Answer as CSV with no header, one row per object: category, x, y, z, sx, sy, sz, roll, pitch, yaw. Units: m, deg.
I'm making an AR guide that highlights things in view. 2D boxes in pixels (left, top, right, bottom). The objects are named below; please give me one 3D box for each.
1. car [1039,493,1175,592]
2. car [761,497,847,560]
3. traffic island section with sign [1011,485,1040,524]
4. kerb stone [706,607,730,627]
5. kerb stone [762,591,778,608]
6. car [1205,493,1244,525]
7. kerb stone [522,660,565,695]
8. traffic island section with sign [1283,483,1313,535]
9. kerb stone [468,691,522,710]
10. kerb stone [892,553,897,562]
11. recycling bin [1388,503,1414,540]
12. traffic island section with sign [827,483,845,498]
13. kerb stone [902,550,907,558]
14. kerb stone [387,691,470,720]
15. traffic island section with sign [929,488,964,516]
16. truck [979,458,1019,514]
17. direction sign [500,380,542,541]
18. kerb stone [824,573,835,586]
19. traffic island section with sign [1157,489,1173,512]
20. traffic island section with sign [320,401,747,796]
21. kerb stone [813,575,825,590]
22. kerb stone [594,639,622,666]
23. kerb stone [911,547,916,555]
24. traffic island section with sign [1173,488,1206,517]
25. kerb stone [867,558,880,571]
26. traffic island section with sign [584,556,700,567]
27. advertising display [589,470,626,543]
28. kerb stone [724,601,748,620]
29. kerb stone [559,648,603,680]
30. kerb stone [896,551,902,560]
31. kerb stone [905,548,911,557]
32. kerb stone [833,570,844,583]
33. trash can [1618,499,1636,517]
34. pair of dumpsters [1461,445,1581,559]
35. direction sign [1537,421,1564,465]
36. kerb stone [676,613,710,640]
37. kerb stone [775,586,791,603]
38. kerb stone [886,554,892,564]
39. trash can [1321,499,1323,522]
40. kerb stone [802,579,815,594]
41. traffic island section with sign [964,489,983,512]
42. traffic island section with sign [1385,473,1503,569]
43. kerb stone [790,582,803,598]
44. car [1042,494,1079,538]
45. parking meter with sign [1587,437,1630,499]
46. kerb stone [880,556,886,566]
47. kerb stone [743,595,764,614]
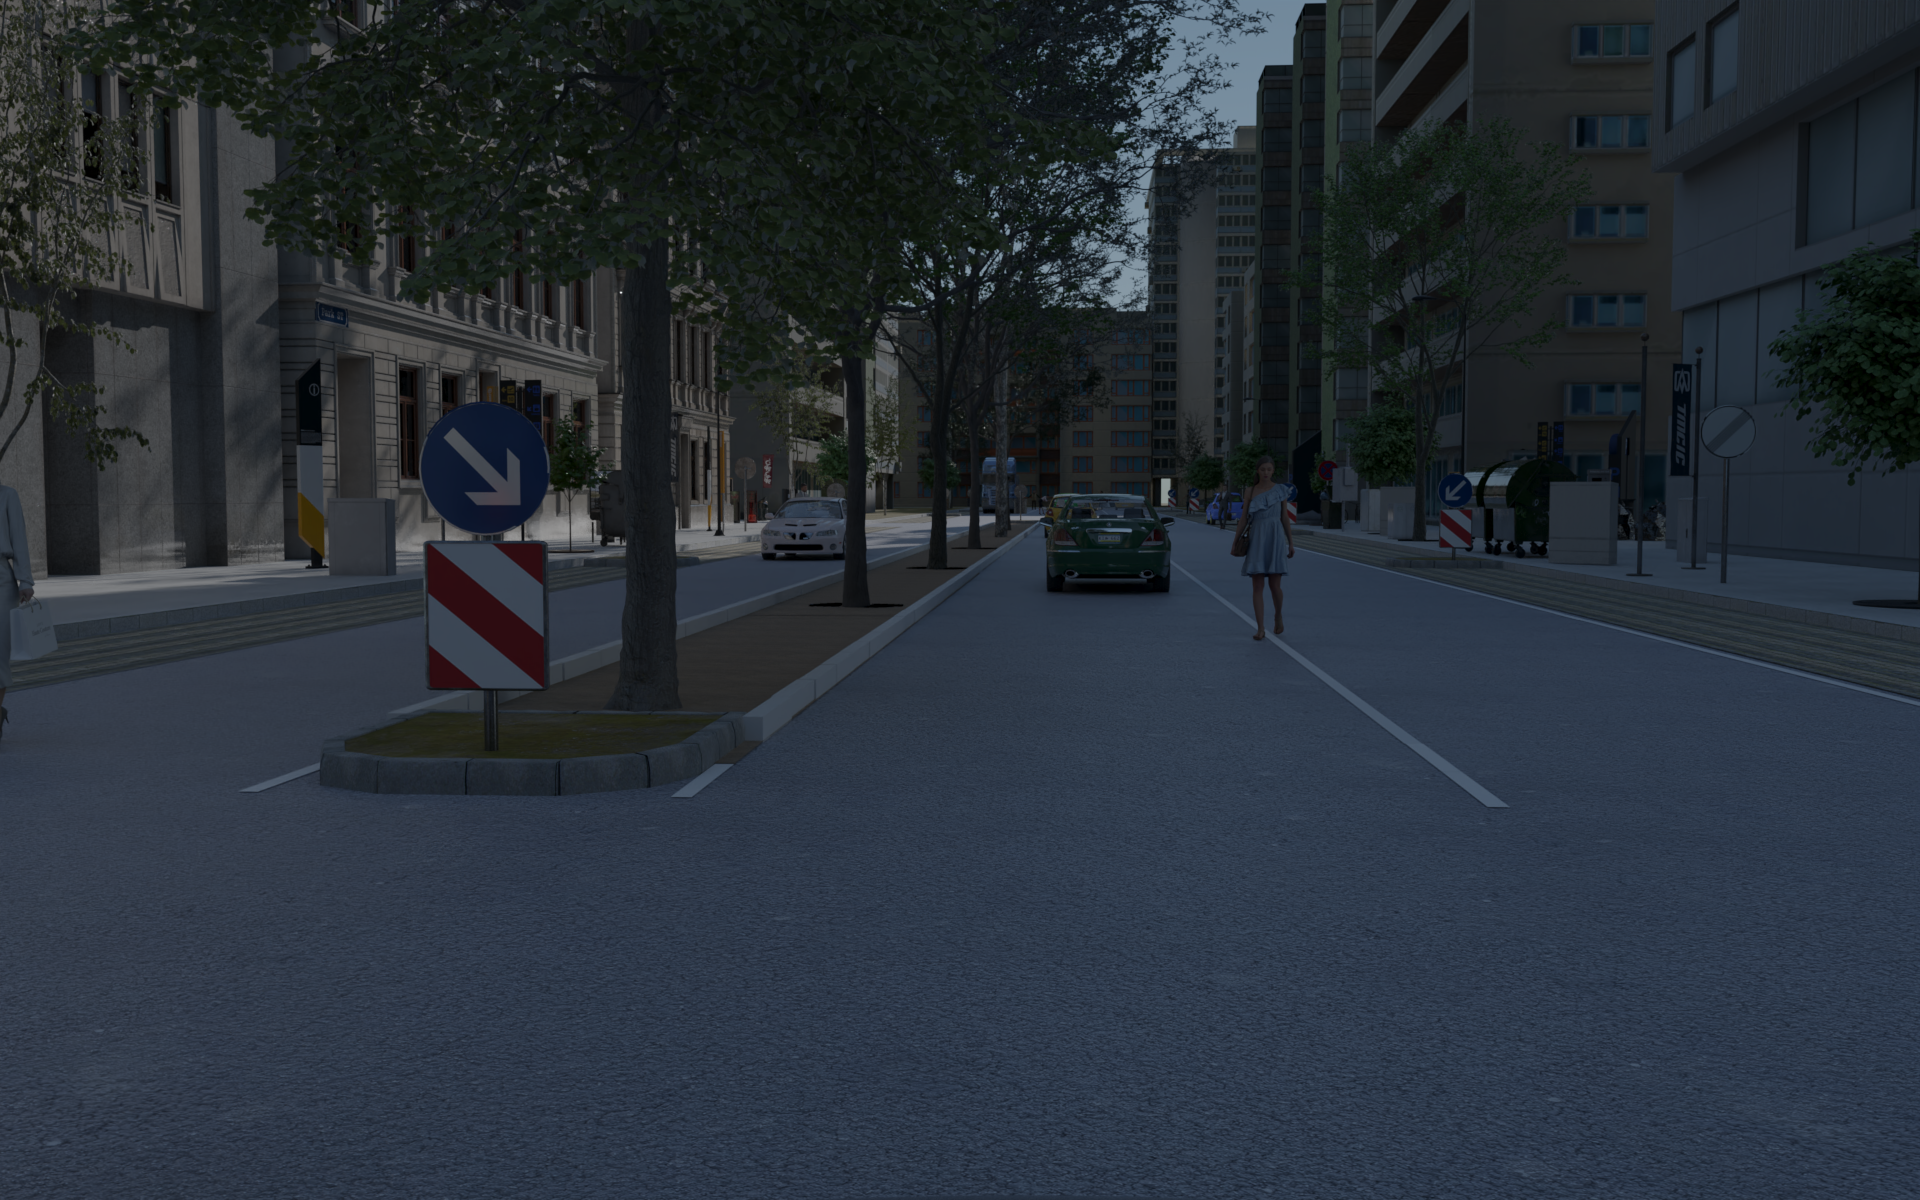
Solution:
car,2.274,-0.915,26.754,2.131,1.459,4.920,0,4,4
car,-3.295,-1.647,39.293,2.083,1.381,4.827,0,4,4
traffic island section with sign,2.920,-4.648,84.136,2.006,1.907,1.989,0,4,4
kerb stone,-2.696,0.210,18.838,0.120,0.150,1.000,0,4,4
kerb stone,-2.478,0.018,21.900,0.120,0.150,1.000,0,4,4
car,12.449,-4.364,80.936,1.945,1.707,3.694,0,4,3
kerb stone,-3.123,0.581,12.698,0.120,0.150,1.000,0,4,4
traffic island section with sign,11.322,-3.199,60.928,1.989,1.847,2.006,0,4,4
kerb stone,-3.190,0.644,11.672,0.120,0.150,1.000,0,4,4
kerb stone,-1.483,-0.856,36.196,0.120,0.150,1.000,0,4,4
recycling bin,12.590,-2.241,49.199,0.722,1.027,0.722,0,4,0
traffic island section with sign,-4.427,-3.247,61.719,1.989,1.847,2.006,0,4,4
kerb stone,-1.341,-0.978,38.235,0.120,0.150,1.000,0,4,4
kerb stone,-3.261,0.707,10.641,0.120,0.150,1.000,0,4,4
traffic island section with sign,-0.957,-6.296,111.562,1.989,1.847,2.006,0,4,4
truck,3.303,-8.807,133.756,2.967,4.110,18.799,0,4,3
direction sign,-8.705,-2.594,34.414,0.876,3.537,0.379,1,4,11
kerb stone,-2.125,-0.294,27.000,0.120,0.150,1.000,0,4,4
traffic island section with sign,16.649,-7.871,137.319,1.989,1.847,2.006,0,4,4
traffic island section with sign,-2.293,-0.064,9.178,2.006,1.907,1.989,0,4,4
kerb stone,-2.193,-0.231,25.980,0.120,0.150,1.000,0,4,4
kerb stone,-2.977,0.455,14.753,0.120,0.150,1.000,0,4,4
kerb stone,-1.198,-1.106,40.285,0.120,0.150,1.000,0,4,4
traffic island section with sign,14.773,-6.226,110.429,1.989,1.847,2.006,0,4,4
kerb stone,-1.698,-0.665,33.131,0.120,0.150,1.000,0,4,4
traffic island section with sign,-6.309,-1.596,34.718,1.989,1.847,2.006,0,4,4
advertising display,-9.302,-2.482,45.788,0.974,1.923,0.123,0,4,3
kerb stone,-2.621,0.143,19.857,0.120,0.150,1.000,0,4,4
kerb stone,-3.043,0.522,13.727,0.120,0.150,1.000,0,4,4
kerb stone,-1.411,-0.919,37.215,0.120,0.150,1.000,0,4,4
kerb stone,-1.266,-1.043,39.256,0.120,0.150,1.000,0,4,4
kerb stone,-2.049,-0.351,28.023,0.120,0.150,1.000,0,4,4
trash can,19.384,-2.388,50.701,0.748,1.137,0.748,0,3,0
pair of dumpsters,11.697,-2.072,36.368,1.574,2.255,4.437,0,4,4
direction sign,18.459,-3.805,54.202,0.379,3.537,0.876,-3,5,-44
kerb stone,-2.763,0.268,17.817,0.120,0.150,1.000,0,4,4
kerb stone,-2.411,-0.044,22.921,0.120,0.150,1.000,0,4,4
kerb stone,-1.556,-0.793,35.170,0.120,0.150,1.000,0,4,4
trash can,16.427,-4.081,78.370,0.748,1.137,0.748,0,3,0
kerb stone,-2.261,-0.169,24.960,0.120,0.150,1.000,0,4,4
traffic island section with sign,0.960,-7.975,139.019,1.989,1.847,2.006,0,4,4
traffic island section with sign,9.457,-1.554,34.037,1.989,1.847,2.006,0,4,4
kerb stone,-2.341,-0.107,23.941,0.120,0.150,1.000,0,4,4
car,3.706,-2.901,57.663,2.015,1.641,3.980,0,4,5
parking meter with sign,19.806,-3.515,53.735,1.738,3.016,0.543,1,4,17
kerb stone,-1.627,-0.728,34.151,0.120,0.150,1.000,0,4,4
kerb stone,-2.550,0.081,20.878,0.120,0.150,1.000,0,4,4
